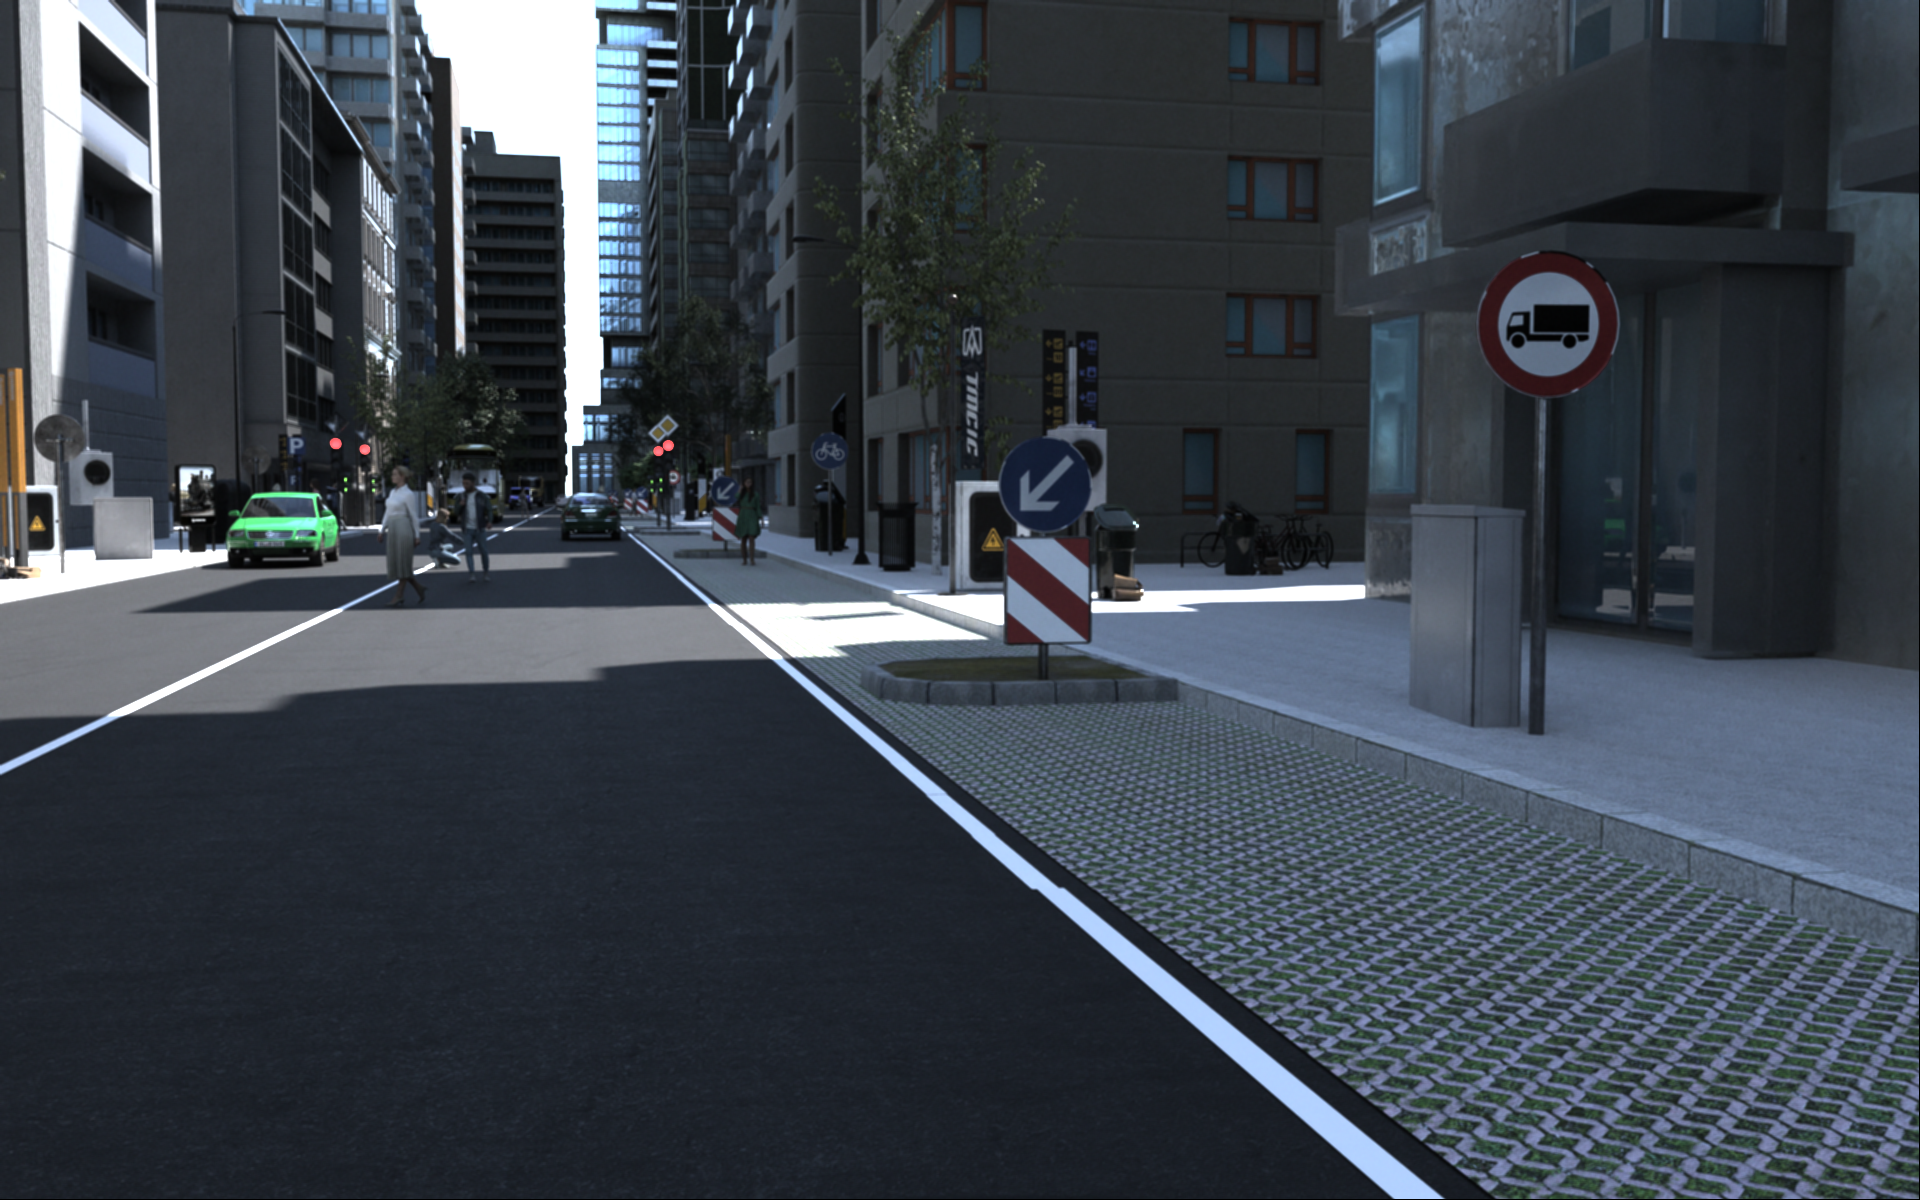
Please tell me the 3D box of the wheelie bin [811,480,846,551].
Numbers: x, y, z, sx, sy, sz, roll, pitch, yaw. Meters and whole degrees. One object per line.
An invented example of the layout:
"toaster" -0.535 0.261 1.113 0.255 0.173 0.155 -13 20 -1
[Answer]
"wheelie bin" -2.962 -1.896 38.916 0.693 1.594 0.980 -1 4 -19

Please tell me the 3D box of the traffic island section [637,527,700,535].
"traffic island section" -10.253 -2.375 61.108 2.009 0.180 2.903 -1 4 -12

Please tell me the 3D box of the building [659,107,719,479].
"building" -25.332 -30.835 187.741 14.154 41.232 14.086 -1 4 -12

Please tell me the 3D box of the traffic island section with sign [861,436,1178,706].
"traffic island section with sign" 0.324 -0.244 12.617 1.989 1.847 2.006 -1 4 -12

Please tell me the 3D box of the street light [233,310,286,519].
"street light" -17.658 -4.350 43.662 1.470 5.913 1.316 -1 4 -12

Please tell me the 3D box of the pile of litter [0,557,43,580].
"pile of litter" -14.700 -0.767 26.506 1.176 0.858 1.719 -2 4 -32

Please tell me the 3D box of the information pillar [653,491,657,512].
"information pillar" -21.355 -7.960 121.498 0.183 3.616 0.504 3 4 37

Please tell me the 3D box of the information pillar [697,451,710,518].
"information pillar" -13.977 -6.262 93.745 0.504 3.616 0.183 1 4 18

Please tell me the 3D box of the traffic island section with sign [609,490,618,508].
"traffic island section with sign" -23.036 -6.791 119.657 1.989 1.847 2.006 -1 4 -12

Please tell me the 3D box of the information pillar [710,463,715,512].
"information pillar" -17.974 -8.191 125.274 0.504 3.616 0.183 -3 4 -36

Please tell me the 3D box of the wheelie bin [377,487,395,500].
"wheelie bin" -26.323 -4.395 79.765 0.980 1.594 0.693 -1 4 -14

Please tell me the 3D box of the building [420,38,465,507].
"building" -57.355 -32.021 173.656 14.600 45.320 14.200 -1 4 -12

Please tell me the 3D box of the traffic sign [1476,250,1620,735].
"traffic sign" 3.080 -0.555 9.177 0.768 2.556 0.104 0 4 -4

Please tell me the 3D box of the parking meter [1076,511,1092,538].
"parking meter" 2.110 -1.453 29.465 0.255 1.863 0.399 0 4 4

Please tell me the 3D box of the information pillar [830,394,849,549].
"information pillar" -2.827 -2.997 40.348 0.183 3.616 0.504 3 4 36

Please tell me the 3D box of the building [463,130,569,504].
"building" -64.199 -37.304 233.619 21.600 48.544 21.300 -1 4 -12

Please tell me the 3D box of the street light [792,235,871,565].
"street light" -2.329 -3.597 31.356 1.470 5.913 1.316 -1 4 -12

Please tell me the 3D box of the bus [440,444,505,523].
"bus" -24.791 -5.950 88.837 2.896 3.916 12.252 -1 4 -13

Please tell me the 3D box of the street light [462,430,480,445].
"street light" -35.454 -9.349 125.399 1.470 5.913 1.316 -1 4 -12

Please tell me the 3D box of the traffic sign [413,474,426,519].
"traffic sign" -28.073 -5.374 89.996 0.606 2.300 0.079 -1 4 -12

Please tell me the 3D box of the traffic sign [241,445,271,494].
"traffic sign" -18.410 -2.765 45.314 0.768 2.556 0.104 0 4 -4

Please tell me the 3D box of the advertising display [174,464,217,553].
"advertising display" -16.664 -1.993 37.793 0.123 1.923 0.974 2 4 27

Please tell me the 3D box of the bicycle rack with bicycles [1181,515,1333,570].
"bicycle rack with bicycles" 5.296 -1.013 29.946 2.925 0.926 2.852 -2 4 -29

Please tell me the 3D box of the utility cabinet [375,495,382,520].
"utility cabinet" -28.464 -4.557 85.675 1.020 1.237 0.306 -2 4 -34

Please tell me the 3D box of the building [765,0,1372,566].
"building" 10.040 -12.373 47.344 27.650 21.520 28.899 -1 4 -12

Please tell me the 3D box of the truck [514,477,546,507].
"truck" -48.046 -12.125 194.160 3.469 3.379 9.791 -1 4 -12

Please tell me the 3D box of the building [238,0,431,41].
"building" -57.875 -32.478 150.620 23.786 49.044 30.456 -1 4 -12

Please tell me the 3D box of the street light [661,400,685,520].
"street light" -13.868 -6.831 84.230 1.470 5.913 1.316 -1 4 -12

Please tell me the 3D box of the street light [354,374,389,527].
"street light" -22.735 -5.772 66.921 1.470 5.913 1.316 -1 4 -12

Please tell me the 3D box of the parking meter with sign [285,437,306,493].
"parking meter with sign" -20.637 -3.513 53.699 0.543 3.016 1.738 -2 4 -26

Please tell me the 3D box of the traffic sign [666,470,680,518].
"traffic sign" -15.116 -5.581 91.359 0.768 2.556 0.104 0 4 -3

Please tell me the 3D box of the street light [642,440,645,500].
"street light" -20.252 -8.621 113.501 1.470 5.913 1.316 -1 4 -12

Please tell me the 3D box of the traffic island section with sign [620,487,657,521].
"traffic island section with sign" -17.200 -5.157 92.947 1.989 1.847 2.006 -1 4 -12

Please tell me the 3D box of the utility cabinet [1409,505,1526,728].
"utility cabinet" 2.913 0.072 9.992 0.306 1.237 1.020 0 4 -5

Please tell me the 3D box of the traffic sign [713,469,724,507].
"traffic sign" -9.457 -4.061 68.527 0.606 2.300 0.079 0 4 -8

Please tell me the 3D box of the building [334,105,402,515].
"building" -42.451 -19.012 108.110 12.463 27.353 25.104 -1 4 -12

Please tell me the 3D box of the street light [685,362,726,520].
"street light" -8.851 -5.427 61.266 1.470 5.913 1.316 -1 4 -12

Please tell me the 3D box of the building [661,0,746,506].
"building" -18.981 -44.731 169.603 20.563 71.187 20.611 -1 4 -12

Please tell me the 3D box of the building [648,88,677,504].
"building" -25.630 -35.595 205.680 21.300 48.544 21.600 -1 4 -12

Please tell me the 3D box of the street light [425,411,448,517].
"street light" -29.156 -7.573 96.367 1.470 5.913 1.316 -1 4 -12

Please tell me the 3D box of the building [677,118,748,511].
"building" -14.923 -22.389 137.766 14.160 30.474 14.107 -1 4 -12

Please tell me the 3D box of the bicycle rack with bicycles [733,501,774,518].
"bicycle rack with bicycles" -10.865 -4.530 87.450 2.925 0.926 2.852 3 4 36

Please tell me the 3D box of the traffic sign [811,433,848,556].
"traffic sign" -2.701 -2.197 36.029 0.768 2.556 0.104 0 4 -5

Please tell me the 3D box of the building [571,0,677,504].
"building" -37.938 -56.579 237.729 31.000 86.520 22.319 -1 4 -12

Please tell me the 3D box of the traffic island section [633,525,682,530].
"traffic island section" -11.956 -2.852 68.910 2.009 0.180 2.903 -1 4 -12

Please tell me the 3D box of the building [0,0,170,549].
"building" -35.803 -30.547 41.445 28.212 58.520 21.231 -1 4 -12

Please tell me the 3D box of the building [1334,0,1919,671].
"building" 17.036 -23.849 9.536 23.786 49.044 30.456 -1 4 -12

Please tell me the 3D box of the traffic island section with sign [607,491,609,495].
"traffic island section with sign" -33.668 -9.768 168.331 1.989 1.847 2.006 -1 4 -12

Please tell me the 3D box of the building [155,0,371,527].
"building" -36.990 -16.033 81.203 14.314 24.678 30.058 -1 4 -12

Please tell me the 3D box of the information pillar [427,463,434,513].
"information pillar" -36.437 -7.823 119.267 0.504 3.616 0.183 -2 4 -27

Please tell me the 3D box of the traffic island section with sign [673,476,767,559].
"traffic island section with sign" -5.454 -1.864 39.099 1.989 1.847 2.006 -1 4 -12

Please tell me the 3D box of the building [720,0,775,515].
"building" -2.695 -29.928 108.924 23.786 49.044 30.456 -1 4 -12

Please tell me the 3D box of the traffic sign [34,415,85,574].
"traffic sign" -14.420 -1.691 27.762 0.768 2.556 0.104 0 4 -8

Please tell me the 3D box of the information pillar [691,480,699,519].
"information pillar" -13.400 -5.083 87.606 0.304 2.012 0.304 -2 4 -25

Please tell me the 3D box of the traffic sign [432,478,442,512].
"traffic sign" -32.456 -6.444 107.485 0.606 2.300 0.079 0 4 -4

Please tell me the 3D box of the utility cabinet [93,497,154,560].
"utility cabinet" -16.345 -1.388 33.858 1.020 1.237 0.306 -1 4 -21

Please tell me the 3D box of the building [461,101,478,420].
"building" -70.343 -35.174 194.709 30.456 49.044 23.786 -1 4 -12

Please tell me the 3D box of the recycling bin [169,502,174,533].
"recycling bin" -26.320 -2.707 56.806 0.722 1.027 0.722 0 4 3

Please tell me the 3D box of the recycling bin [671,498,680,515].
"recycling bin" -17.900 -5.826 107.806 0.722 1.027 0.722 2 4 28
